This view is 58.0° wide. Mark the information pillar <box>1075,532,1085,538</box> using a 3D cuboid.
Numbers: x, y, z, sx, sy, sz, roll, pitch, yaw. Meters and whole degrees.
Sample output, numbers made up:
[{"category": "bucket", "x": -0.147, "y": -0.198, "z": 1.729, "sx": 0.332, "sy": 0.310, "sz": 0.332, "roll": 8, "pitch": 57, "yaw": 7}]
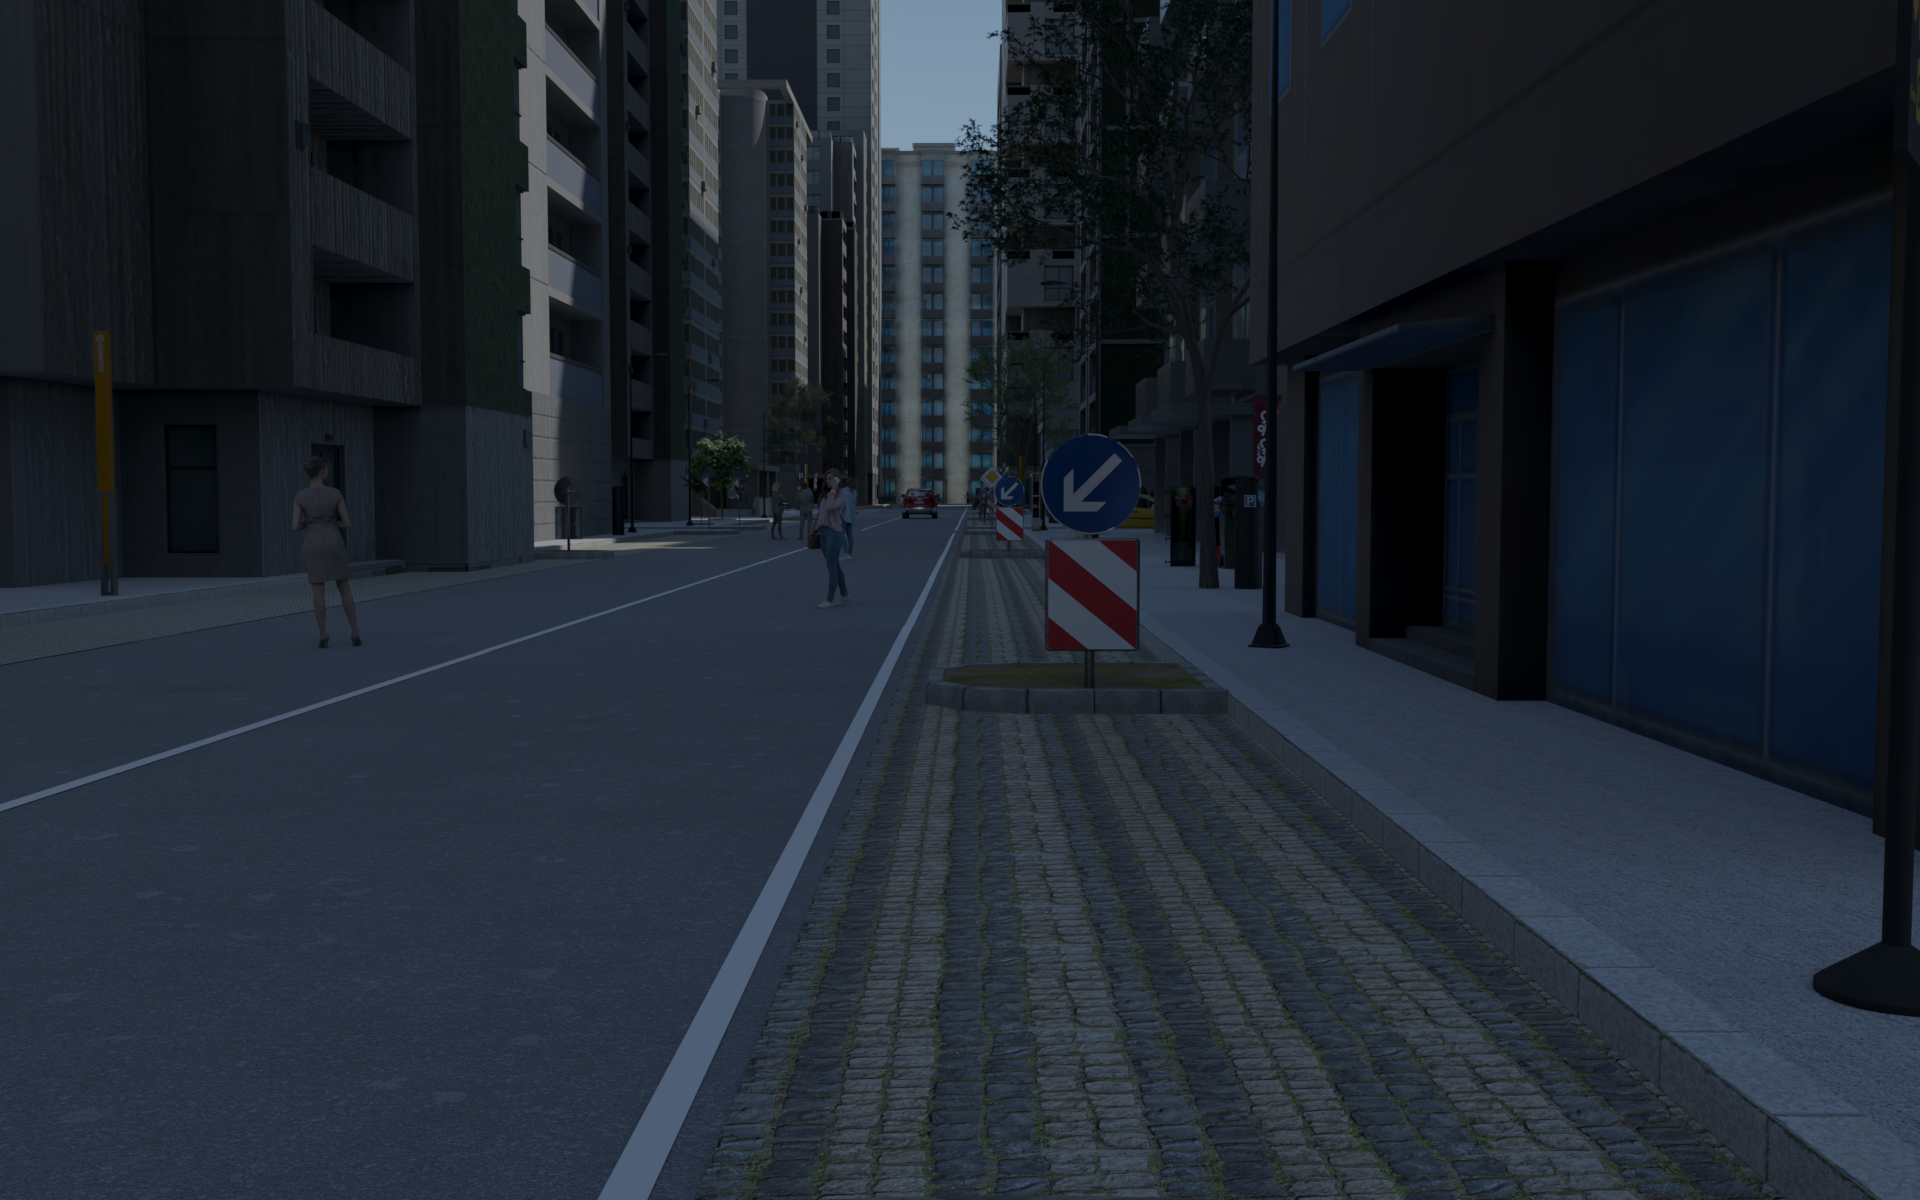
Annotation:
[{"category": "information pillar", "x": 3.127, "y": -2.403, "z": 43.776, "sx": 0.304, "sy": 2.012, "sz": 0.304, "roll": 3, "pitch": 5, "yaw": 44}]

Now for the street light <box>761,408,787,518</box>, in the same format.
[{"category": "street light", "x": -10.032, "y": -7.393, "z": 93.411, "sx": 1.470, "sy": 5.913, "sz": 1.316, "roll": 0, "pitch": 4, "yaw": 0}]

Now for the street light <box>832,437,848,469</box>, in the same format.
[{"category": "street light", "x": -9.731, "y": -10.241, "z": 139.987, "sx": 1.470, "sy": 5.913, "sz": 1.316, "roll": 0, "pitch": 4, "yaw": 0}]

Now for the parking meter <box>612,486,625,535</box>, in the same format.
[{"category": "parking meter", "x": -10.649, "y": -2.785, "z": 53.953, "sx": 0.372, "sy": 1.533, "sz": 0.369, "roll": 0, "pitch": 3, "yaw": 0}]

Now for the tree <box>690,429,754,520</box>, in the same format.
[{"category": "tree", "x": -11.982, "y": -6.327, "z": 87.166, "sx": 4.285, "sy": 4.588, "sz": 4.351, "roll": 0, "pitch": 3, "yaw": 0}]

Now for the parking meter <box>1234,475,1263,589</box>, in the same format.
[{"category": "parking meter", "x": 3.907, "y": -0.919, "z": 23.436, "sx": 0.372, "sy": 1.533, "sz": 0.369, "roll": 0, "pitch": 3, "yaw": 0}]

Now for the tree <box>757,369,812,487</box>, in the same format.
[{"category": "tree", "x": -11.699, "y": -11.972, "z": 130.148, "sx": 7.601, "sy": 10.594, "sz": 8.767, "roll": 0, "pitch": 4, "yaw": 6}]

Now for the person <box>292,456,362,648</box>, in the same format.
[{"category": "person", "x": -5.910, "y": -0.448, "z": 16.162, "sx": 0.599, "sy": 1.781, "sz": 0.374, "roll": -1, "pitch": 4, "yaw": -23}]

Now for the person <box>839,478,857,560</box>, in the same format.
[{"category": "person", "x": -2.452, "y": -1.764, "z": 37.613, "sx": 0.793, "sy": 1.790, "sz": 0.793, "roll": 0, "pitch": 4, "yaw": 1}]

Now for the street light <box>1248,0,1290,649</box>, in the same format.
[{"category": "street light", "x": 2.054, "y": -2.559, "z": 14.382, "sx": 1.470, "sy": 5.913, "sz": 1.316, "roll": 0, "pitch": 4, "yaw": 0}]

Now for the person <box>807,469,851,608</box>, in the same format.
[{"category": "person", "x": -1.587, "y": -0.784, "z": 21.904, "sx": 0.643, "sy": 1.750, "sz": 0.593, "roll": -2, "pitch": 4, "yaw": -35}]

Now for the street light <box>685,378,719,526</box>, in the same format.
[{"category": "street light", "x": -10.346, "y": -5.937, "z": 69.616, "sx": 1.470, "sy": 5.913, "sz": 1.316, "roll": 0, "pitch": 4, "yaw": 0}]

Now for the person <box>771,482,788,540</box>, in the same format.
[{"category": "person", "x": -5.710, "y": -2.806, "z": 54.564, "sx": 0.526, "sy": 1.800, "sz": 0.537, "roll": -1, "pitch": 4, "yaw": -10}]

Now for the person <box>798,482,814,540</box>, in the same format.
[{"category": "person", "x": -4.856, "y": -2.808, "z": 54.594, "sx": 0.511, "sy": 1.800, "sz": 0.466, "roll": -1, "pitch": 4, "yaw": -10}]

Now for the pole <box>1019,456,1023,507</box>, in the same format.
[{"category": "pole", "x": 3.256, "y": -6.021, "z": 92.288, "sx": 0.158, "sy": 3.312, "sz": 0.155, "roll": 0, "pitch": 3, "yaw": 0}]

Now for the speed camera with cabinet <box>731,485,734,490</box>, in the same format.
[{"category": "speed camera with cabinet", "x": -16.767, "y": -8.557, "z": 134.238, "sx": 2.038, "sy": 3.252, "sz": 0.660, "roll": 0, "pitch": 4, "yaw": 5}]

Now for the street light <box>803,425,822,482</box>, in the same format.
[{"category": "street light", "x": -9.997, "y": -8.817, "z": 116.700, "sx": 1.470, "sy": 5.913, "sz": 1.316, "roll": 0, "pitch": 4, "yaw": 0}]

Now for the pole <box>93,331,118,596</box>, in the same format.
[{"category": "pole", "x": -10.763, "y": -1.711, "z": 21.823, "sx": 0.158, "sy": 3.312, "sz": 0.155, "roll": 0, "pitch": 3, "yaw": 0}]

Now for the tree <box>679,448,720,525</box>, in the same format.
[{"category": "tree", "x": -10.984, "y": -4.772, "z": 72.631, "sx": 1.663, "sy": 3.219, "sz": 1.824, "roll": 0, "pitch": 3, "yaw": 0}]

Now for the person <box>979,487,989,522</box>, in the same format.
[{"category": "person", "x": 1.227, "y": -4.892, "z": 88.660, "sx": 0.537, "sy": 1.800, "sz": 0.526, "roll": 0, "pitch": 4, "yaw": 8}]

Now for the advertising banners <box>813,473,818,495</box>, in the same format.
[{"category": "advertising banners", "x": -12.457, "y": -8.951, "z": 142.540, "sx": 2.074, "sy": 3.025, "sz": 0.090, "roll": 2, "pitch": 4, "yaw": 34}]

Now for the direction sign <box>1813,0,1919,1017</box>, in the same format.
[{"category": "direction sign", "x": 2.389, "y": -0.754, "z": 4.320, "sx": 0.379, "sy": 3.537, "sz": 0.876, "roll": 2, "pitch": 4, "yaw": 35}]

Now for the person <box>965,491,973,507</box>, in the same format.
[{"category": "person", "x": 0.919, "y": -11.037, "z": 189.734, "sx": 0.721, "sy": 1.735, "sz": 1.217, "roll": -3, "pitch": 5, "yaw": -44}]

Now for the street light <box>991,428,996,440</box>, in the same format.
[{"category": "street light", "x": 3.082, "y": -9.092, "z": 121.192, "sx": 1.470, "sy": 5.913, "sz": 1.316, "roll": 0, "pitch": 4, "yaw": 0}]

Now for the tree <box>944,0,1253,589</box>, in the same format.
[{"category": "tree", "x": 3.522, "y": -5.456, "z": 23.616, "sx": 8.767, "sy": 10.594, "sz": 7.601, "roll": 1, "pitch": 4, "yaw": 18}]

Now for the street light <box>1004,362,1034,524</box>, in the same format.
[{"category": "street light", "x": 2.402, "y": -5.408, "z": 60.957, "sx": 1.470, "sy": 5.913, "sz": 1.316, "roll": 0, "pitch": 4, "yaw": 0}]

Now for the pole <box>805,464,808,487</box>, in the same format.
[{"category": "pole", "x": -10.413, "y": -7.568, "z": 117.582, "sx": 0.158, "sy": 3.312, "sz": 0.155, "roll": 0, "pitch": 3, "yaw": 0}]

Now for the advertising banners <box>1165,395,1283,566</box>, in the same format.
[{"category": "advertising banners", "x": 4.675, "y": -2.109, "z": 30.671, "sx": 2.074, "sy": 3.025, "sz": 0.090, "roll": 0, "pitch": 4, "yaw": -3}]

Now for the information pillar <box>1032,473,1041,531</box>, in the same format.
[{"category": "information pillar", "x": 2.644, "y": -3.391, "z": 59.942, "sx": 0.304, "sy": 2.012, "sz": 0.304, "roll": 0, "pitch": 4, "yaw": 8}]

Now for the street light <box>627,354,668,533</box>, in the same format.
[{"category": "street light", "x": -10.374, "y": -5.196, "z": 57.500, "sx": 1.470, "sy": 5.913, "sz": 1.316, "roll": 0, "pitch": 4, "yaw": 0}]

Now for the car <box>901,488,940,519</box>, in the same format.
[{"category": "car", "x": -2.343, "y": -5.712, "z": 102.069, "sx": 2.281, "sy": 1.827, "sz": 5.304, "roll": 0, "pitch": 4, "yaw": 0}]

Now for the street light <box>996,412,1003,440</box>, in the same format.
[{"category": "street light", "x": 2.935, "y": -7.667, "z": 97.904, "sx": 1.470, "sy": 5.913, "sz": 1.316, "roll": 0, "pitch": 4, "yaw": 0}]

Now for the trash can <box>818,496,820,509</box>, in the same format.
[{"category": "trash can", "x": -11.062, "y": -7.754, "z": 138.434, "sx": 0.748, "sy": 1.137, "sz": 0.748, "roll": 0, "pitch": 3, "yaw": 0}]

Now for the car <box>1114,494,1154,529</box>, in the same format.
[{"category": "car", "x": 6.903, "y": -3.350, "z": 65.004, "sx": 3.980, "sy": 1.641, "sz": 2.015, "roll": 0, "pitch": 4, "yaw": 2}]

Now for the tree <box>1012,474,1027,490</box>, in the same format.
[{"category": "tree", "x": 4.927, "y": -9.347, "z": 147.425, "sx": 1.663, "sy": 3.219, "sz": 1.824, "roll": 0, "pitch": 3, "yaw": 0}]

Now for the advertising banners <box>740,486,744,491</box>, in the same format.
[{"category": "advertising banners", "x": -16.161, "y": -8.383, "z": 133.250, "sx": 2.074, "sy": 3.025, "sz": 0.090, "roll": -2, "pitch": 4, "yaw": -32}]

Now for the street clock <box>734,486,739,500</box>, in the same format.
[{"category": "street clock", "x": -16.515, "y": -7.548, "z": 127.972, "sx": 0.358, "sy": 2.002, "sz": 0.471, "roll": 1, "pitch": 4, "yaw": 11}]

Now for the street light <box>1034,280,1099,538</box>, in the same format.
[{"category": "street light", "x": 2.435, "y": -3.983, "z": 37.668, "sx": 1.470, "sy": 5.913, "sz": 1.316, "roll": 0, "pitch": 4, "yaw": 0}]

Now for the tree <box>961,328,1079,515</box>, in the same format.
[{"category": "tree", "x": 3.831, "y": -11.179, "z": 108.527, "sx": 9.928, "sy": 11.665, "sz": 9.643, "roll": 0, "pitch": 3, "yaw": 0}]
